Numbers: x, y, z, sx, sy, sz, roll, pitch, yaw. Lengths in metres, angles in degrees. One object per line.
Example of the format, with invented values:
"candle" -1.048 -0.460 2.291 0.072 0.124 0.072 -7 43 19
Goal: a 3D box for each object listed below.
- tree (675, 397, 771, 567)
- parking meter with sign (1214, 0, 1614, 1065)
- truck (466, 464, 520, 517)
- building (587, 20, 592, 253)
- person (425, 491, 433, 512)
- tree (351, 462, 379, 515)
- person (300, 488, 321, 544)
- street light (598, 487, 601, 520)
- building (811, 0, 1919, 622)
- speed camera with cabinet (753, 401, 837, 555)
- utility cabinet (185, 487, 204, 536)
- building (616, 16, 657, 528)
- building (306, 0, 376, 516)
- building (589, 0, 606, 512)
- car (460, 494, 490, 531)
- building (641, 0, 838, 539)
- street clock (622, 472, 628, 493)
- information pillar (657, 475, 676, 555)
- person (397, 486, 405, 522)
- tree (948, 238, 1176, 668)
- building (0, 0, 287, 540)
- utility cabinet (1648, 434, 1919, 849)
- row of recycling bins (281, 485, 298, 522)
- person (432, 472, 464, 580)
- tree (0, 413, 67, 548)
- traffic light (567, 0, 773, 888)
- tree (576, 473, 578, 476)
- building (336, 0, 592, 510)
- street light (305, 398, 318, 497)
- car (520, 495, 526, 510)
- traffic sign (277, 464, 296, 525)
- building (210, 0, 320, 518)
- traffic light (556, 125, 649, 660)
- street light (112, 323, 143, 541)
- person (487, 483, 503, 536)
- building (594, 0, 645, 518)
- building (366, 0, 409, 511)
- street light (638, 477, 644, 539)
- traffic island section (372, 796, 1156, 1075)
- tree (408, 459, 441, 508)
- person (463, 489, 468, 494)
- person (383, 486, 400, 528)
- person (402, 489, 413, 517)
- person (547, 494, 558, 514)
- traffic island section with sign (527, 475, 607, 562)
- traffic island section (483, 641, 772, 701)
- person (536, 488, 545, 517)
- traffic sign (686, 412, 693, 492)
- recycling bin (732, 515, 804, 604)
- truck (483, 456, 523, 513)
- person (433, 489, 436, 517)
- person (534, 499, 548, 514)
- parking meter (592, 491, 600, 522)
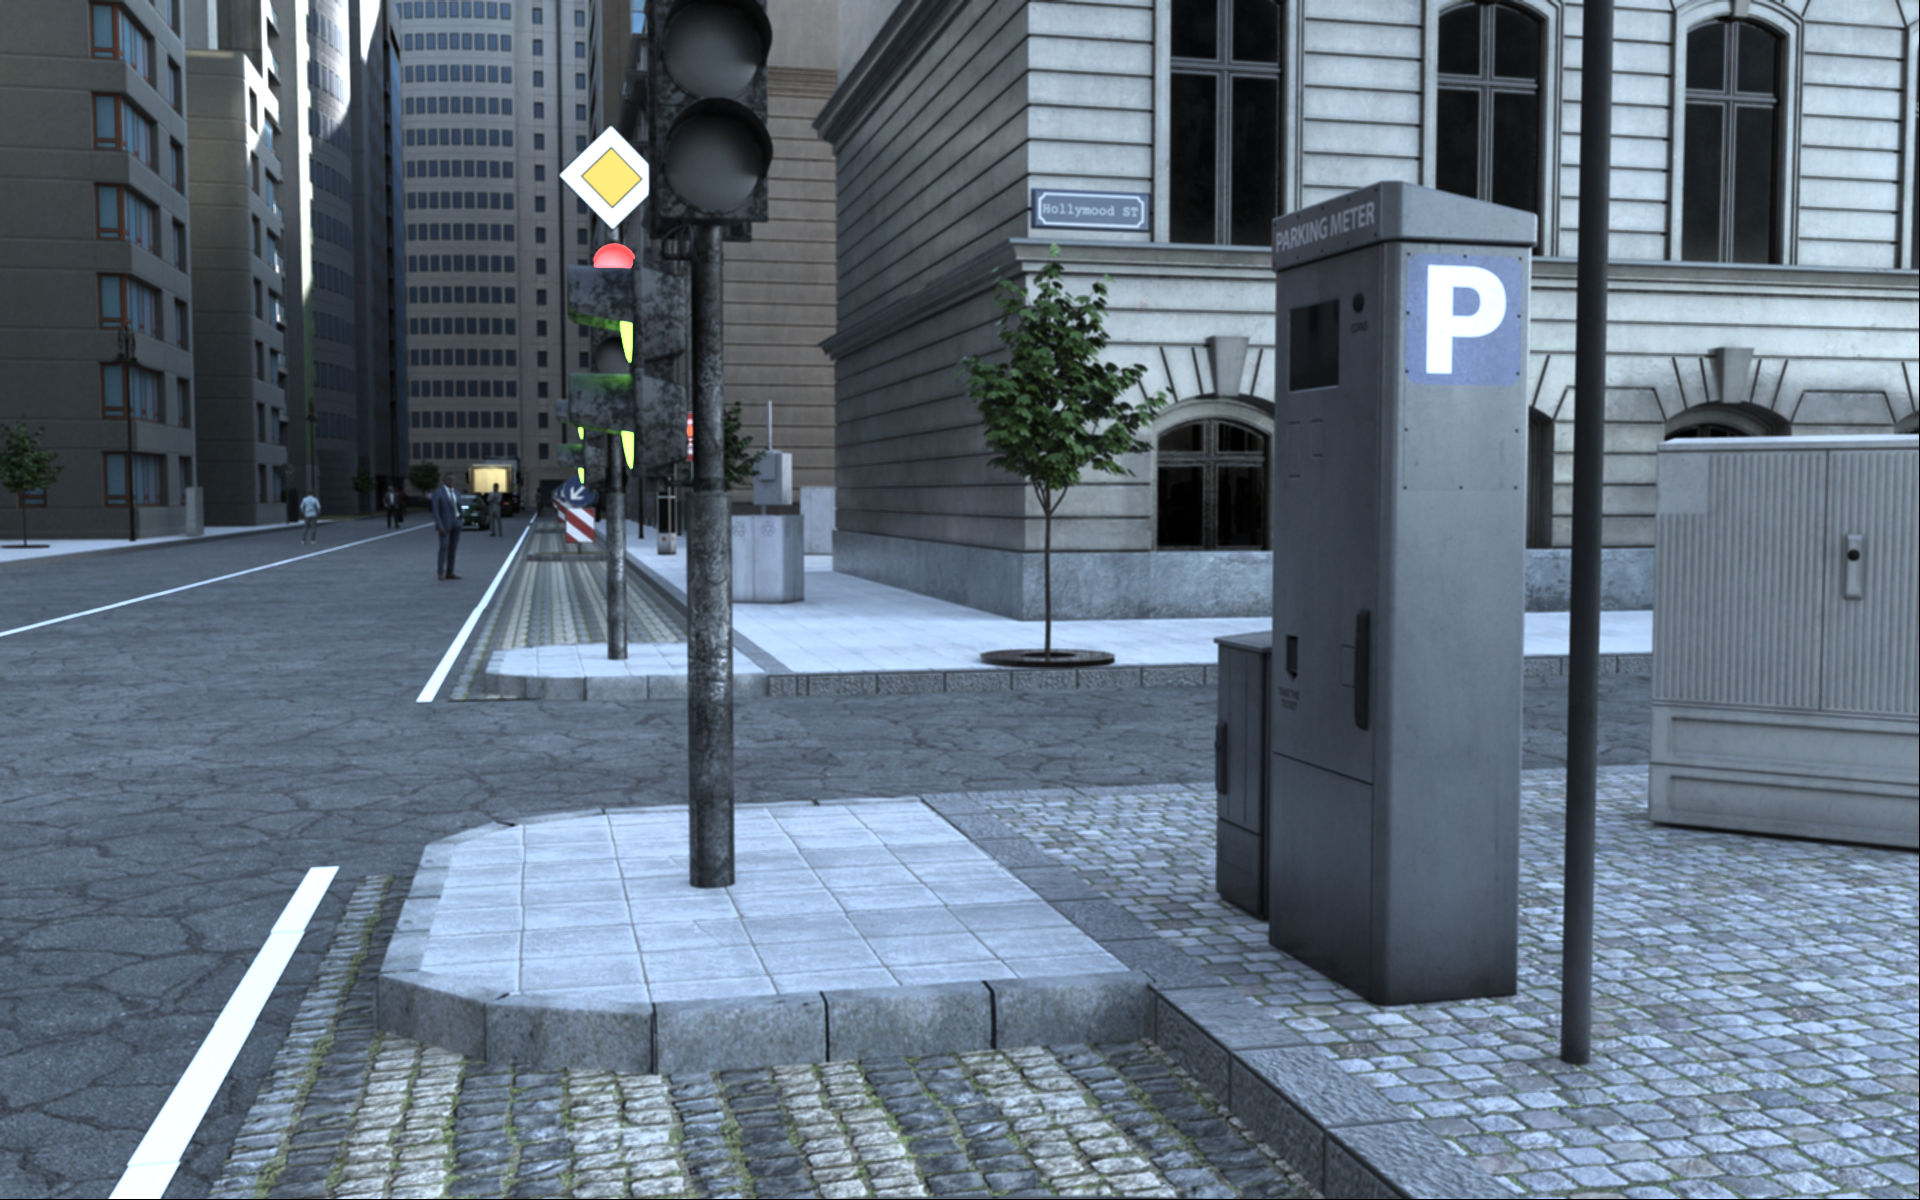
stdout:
"tree" -4.048 -2.145 29.669 1.663 3.219 1.824 0 3 0
"parking meter with sign" 1.177 -0.512 4.626 0.543 3.016 1.738 -1 4 -15
"truck" -29.918 -7.025 110.777 3.469 3.379 9.791 -1 4 -14
"building" -25.892 -28.814 154.703 14.154 41.232 14.086 -1 4 -13
"person" -41.949 -7.799 136.945 0.756 1.711 0.436 -3 4 -36
"tree" -36.361 -6.807 105.900 1.663 3.219 1.824 0 3 0
"person" -18.670 -2.417 49.823 0.589 1.601 0.330 0 4 2
"street light" -17.912 -6.911 85.783 0.468 5.910 1.993 -1 4 -13
"building" 15.907 -12.630 25.581 34.723 24.649 14.460 -1 4 -13
"speed camera with cabinet" -3.329 -2.590 36.684 2.038 3.252 0.660 1 4 17
"utility cabinet" -23.314 -2.694 52.733 0.318 1.500 1.173 -1 4 -14
"building" -8.451 -14.375 76.830 13.314 21.916 24.055 -1 4 -13
"building" -49.211 -34.590 107.544 21.231 58.520 28.212 -1 4 -13
"building" -18.134 -31.428 137.546 21.300 48.544 21.600 -1 4 -13
"car" -19.804 -3.511 69.202 2.131 1.459 4.920 -1 4 -12
"building" -2.982 -15.626 52.744 12.463 27.353 25.104 -1 4 -13
"street clock" -10.991 -3.152 56.103 0.358 2.002 0.471 2 4 30
"information pillar" -6.213 -1.968 36.662 0.304 2.012 0.304 1 4 16
"person" -28.393 -4.846 87.688 0.705 1.831 1.348 0 4 6
"tree" 0.808 -1.137 13.189 1.663 3.219 1.824 0 3 0
"building" -40.119 -13.112 59.423 27.650 21.520 28.899 -1 4 -13
"utility cabinet" 3.212 0.138 6.415 1.173 1.500 0.318 2 4 34
"row of recycling bins" -31.853 -4.362 78.437 3.534 1.692 1.069 -1 4 -16
"person" -8.623 -1.251 29.143 0.419 1.800 0.721 2 4 26
"tree" -22.306 -2.855 41.283 1.663 3.219 1.824 0 3 0
"traffic light" -0.835 -1.019 5.588 0.839 4.253 0.868 -1 4 -13
"tree" -34.960 -10.014 158.328 1.663 3.219 1.824 0 3 0
"building" -47.009 -38.845 177.109 28.212 58.520 21.231 -1 4 -13
"street light" -31.130 -6.758 83.280 0.468 5.910 1.993 -1 4 -13
"car" -39.945 -8.735 155.184 2.083 1.381 4.827 -1 4 -15
"traffic sign" -28.194 -4.431 72.555 0.768 2.556 0.104 -1 4 -10
"building" -41.383 -24.748 88.231 14.154 41.232 14.086 -1 4 -13
"traffic light" -2.684 -1.495 13.357 0.839 4.253 0.868 -1 4 -13
"street light" -22.572 -4.543 47.071 0.468 5.910 1.993 -1 4 -13
"person" -15.870 -3.083 59.083 0.511 1.800 0.466 0 4 -7
"building" -13.546 -27.441 98.771 14.600 45.320 14.200 -1 4 -13
"building" -54.986 -30.371 146.677 14.200 45.320 14.600 -1 4 -13
"street light" -9.200 -4.710 49.798 0.468 5.910 1.993 -1 4 -13
"traffic island section" -0.794 1.013 5.712 2.009 0.180 2.903 -1 4 -13
"tree" -49.263 -10.744 159.375 4.285 4.588 4.351 0 3 0
"person" -40.061 -8.053 140.263 1.348 1.812 0.705 0 4 -1
"person" -23.833 -3.903 72.712 0.661 1.777 0.834 -3 5 -40
"person" -35.078 -6.117 109.038 1.217 1.766 0.721 -1 4 -11
"person" -29.172 -6.894 124.400 0.628 1.438 0.799 2 4 30
"traffic island section with sign" -8.337 -1.761 37.415 1.989 1.847 2.006 -1 4 -13
"traffic island section" -2.642 0.538 13.481 2.009 0.180 2.903 -1 4 -13
"person" -26.632 -6.189 109.698 0.705 1.824 1.348 -2 4 -32
"traffic sign" -4.170 -1.647 27.032 0.768 2.556 0.104 -1 4 -9
"recycling bin" -2.310 -0.492 20.606 0.722 1.027 0.722 1 4 17
"truck" -35.453 -8.900 134.431 2.839 4.237 11.283 -1 4 -13
"person" -32.669 -6.080 108.437 0.750 1.759 0.617 1 4 10
"person" -30.604 -7.007 126.323 1.065 1.426 0.557 -1 4 -10
"parking meter" -16.741 -4.354 79.591 0.372 1.533 0.369 0 3 0
